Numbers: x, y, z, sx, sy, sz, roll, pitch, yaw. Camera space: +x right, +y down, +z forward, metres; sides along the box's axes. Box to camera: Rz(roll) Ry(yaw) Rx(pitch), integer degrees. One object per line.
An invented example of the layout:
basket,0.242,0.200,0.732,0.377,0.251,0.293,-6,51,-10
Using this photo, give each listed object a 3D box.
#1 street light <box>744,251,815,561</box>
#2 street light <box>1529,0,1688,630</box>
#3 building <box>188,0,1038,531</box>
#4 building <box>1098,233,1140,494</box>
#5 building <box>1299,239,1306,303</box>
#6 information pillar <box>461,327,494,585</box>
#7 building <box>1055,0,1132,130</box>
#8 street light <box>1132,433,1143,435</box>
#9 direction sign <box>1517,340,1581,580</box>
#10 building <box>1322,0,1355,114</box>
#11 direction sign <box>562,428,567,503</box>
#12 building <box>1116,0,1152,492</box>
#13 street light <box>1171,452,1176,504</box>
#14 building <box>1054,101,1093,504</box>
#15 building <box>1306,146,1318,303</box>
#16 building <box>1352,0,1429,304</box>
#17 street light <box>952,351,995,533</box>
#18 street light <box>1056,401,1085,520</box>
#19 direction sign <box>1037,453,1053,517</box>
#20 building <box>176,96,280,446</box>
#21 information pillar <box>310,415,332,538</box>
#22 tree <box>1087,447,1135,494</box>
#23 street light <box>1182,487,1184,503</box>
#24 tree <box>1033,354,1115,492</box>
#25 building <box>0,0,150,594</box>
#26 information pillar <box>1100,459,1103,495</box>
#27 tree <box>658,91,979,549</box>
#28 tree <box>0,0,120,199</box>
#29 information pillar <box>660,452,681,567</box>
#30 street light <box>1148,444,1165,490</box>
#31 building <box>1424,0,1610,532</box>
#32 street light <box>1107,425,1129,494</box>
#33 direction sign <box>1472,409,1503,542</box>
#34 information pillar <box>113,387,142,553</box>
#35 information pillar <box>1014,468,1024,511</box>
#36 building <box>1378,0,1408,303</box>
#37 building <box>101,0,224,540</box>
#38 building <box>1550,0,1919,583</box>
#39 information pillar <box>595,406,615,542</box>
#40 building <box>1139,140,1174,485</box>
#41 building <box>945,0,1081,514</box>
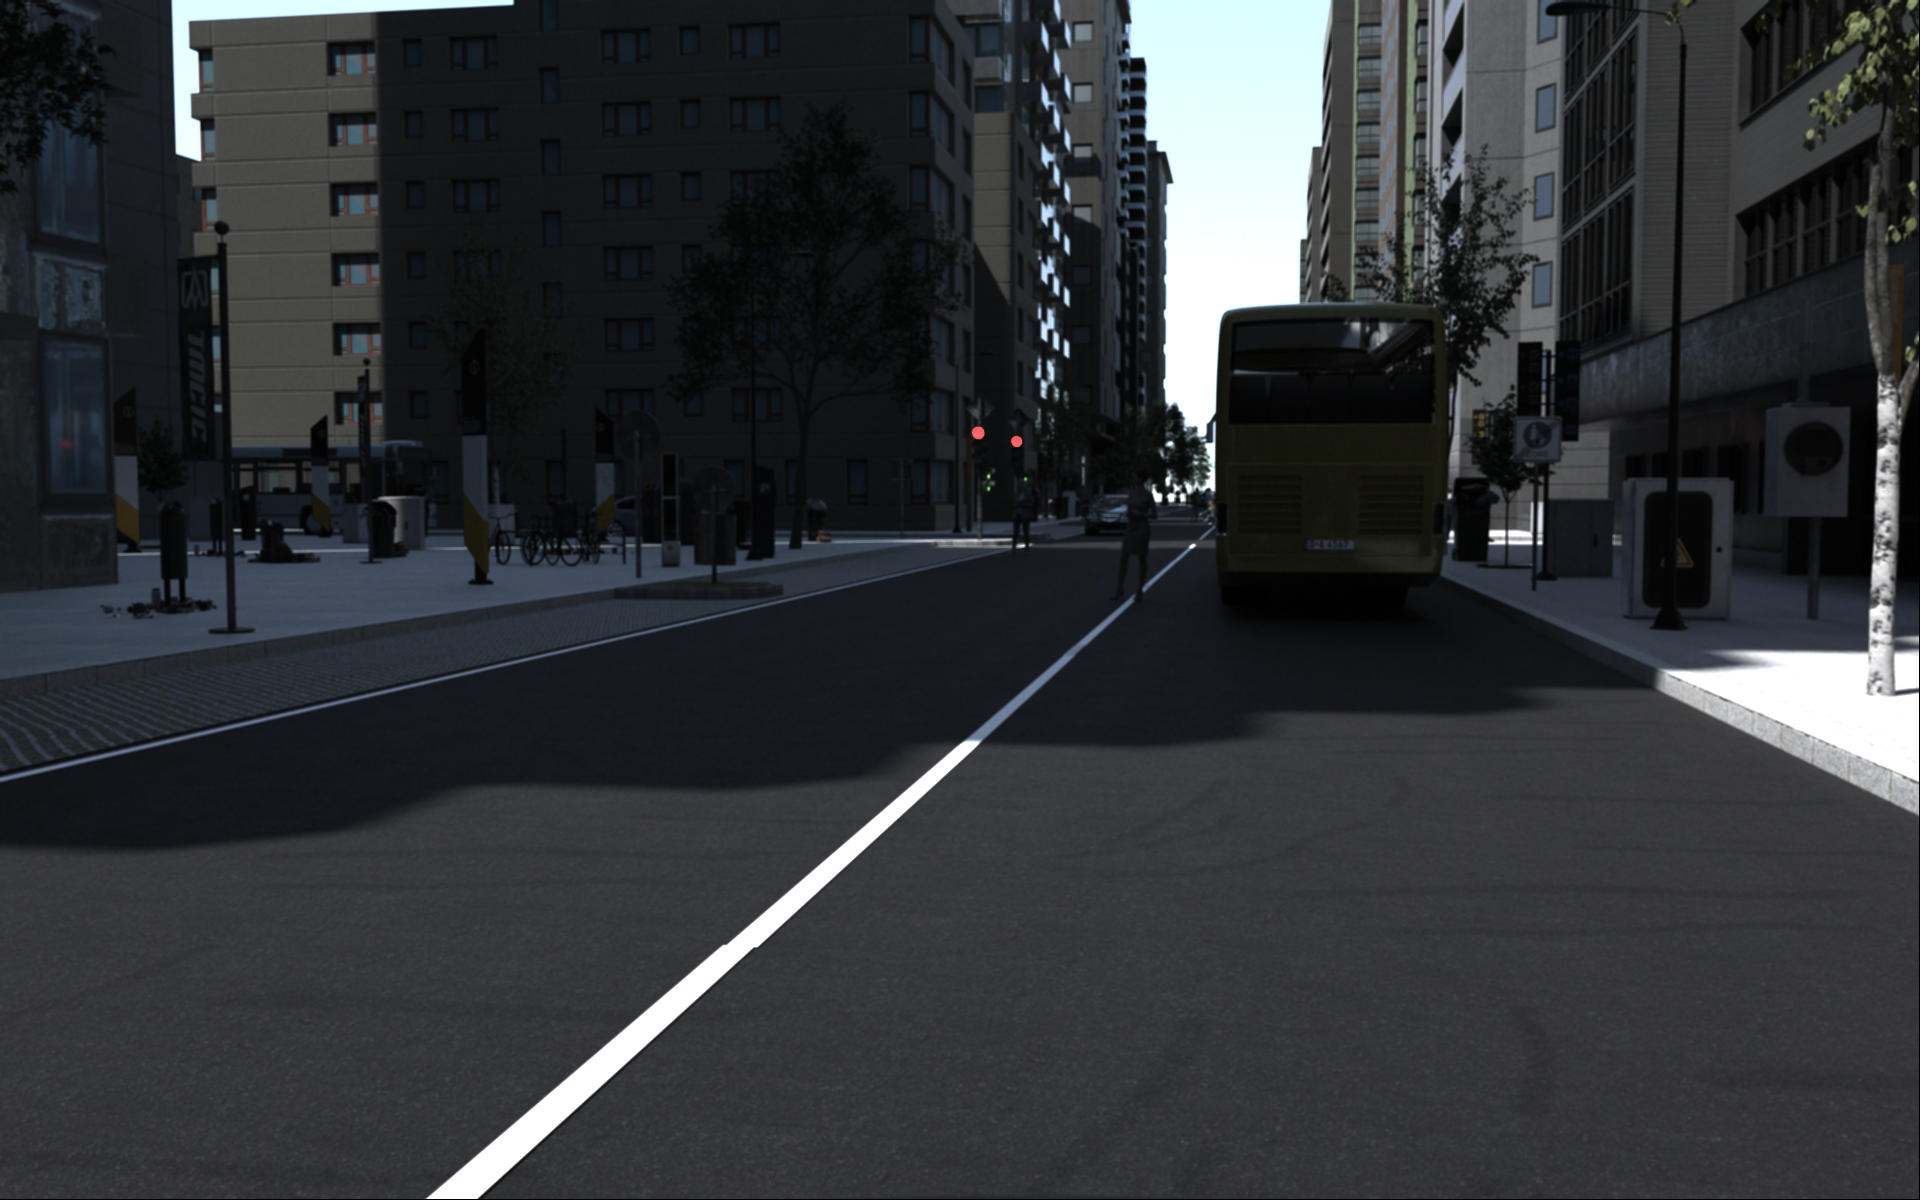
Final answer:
street light,-3.463,-3.718,33.328,1.470,5.913,1.316,1,4,10
street light,6.209,-2.682,16.388,1.470,5.913,1.316,1,4,10
building,-12.096,-14.097,75.525,27.650,21.520,28.899,1,4,10
building,12.276,-25.645,191.003,14.160,30.474,14.107,1,4,10
building,61.184,-36.295,277.013,14.154,41.232,14.086,1,4,10
information pillar,-6.880,-2.033,24.589,0.504,3.616,0.183,3,5,40
building,1.645,-35.572,170.839,28.713,52.752,27.495,1,4,10
street light,13.216,-9.751,131.972,1.470,5.913,1.316,1,4,10
direction sign,8.733,-2.066,25.780,0.876,3.537,0.379,1,4,22
building,44.297,-32.729,158.819,21.300,48.544,21.600,1,4,10
direction sign,-13.710,-4.162,60.048,0.379,3.537,0.876,0,4,-5
building,15.107,-56.227,231.982,22.319,86.520,31.000,1,4,10
street light,23.096,-13.359,190.957,1.470,5.913,1.316,1,4,10
building,-4.224,-27.742,145.460,32.217,40.220,23.993,1,4,10
building,56.633,-36.962,228.034,21.300,48.544,21.600,1,4,10
building,39.017,-27.991,141.246,14.154,41.232,14.086,1,4,10
street light,0.433,-5.136,56.507,1.470,5.913,1.316,1,4,10
street light,5.519,-6.982,86.694,1.470,5.913,1.316,1,4,10
direction sign,4.685,-6.303,95.053,0.876,3.537,0.379,0,4,-5
building,-54.830,-14.697,85.338,28.899,21.520,27.650,1,4,10
information pillar,-18.855,-3.653,51.075,0.504,3.616,0.183,0,4,-4
tree,10.432,-8.314,119.644,4.285,4.588,4.351,0,3,0
street light,26.961,-14.767,213.977,1.470,5.913,1.316,1,4,10
tree,5.266,-8.625,91.377,4.737,8.622,4.395,0,3,0
building,-23.522,-24.000,12.013,23.786,49.044,30.456,1,4,10
information pillar,9.433,-7.598,115.588,0.183,3.616,0.504,-1,4,-10
tree,-3.557,-6.468,40.159,7.601,10.594,8.767,2,4,23
tree,-7.798,-4.560,8.963,7.601,10.594,8.767,0,4,5
information pillar,-5.110,-1.597,30.597,0.304,2.012,0.304,0,4,-3
street light,18.096,-11.562,161.585,1.470,5.913,1.316,1,4,10
building,32.238,-31.793,61.812,28.212,58.520,21.231,1,4,10
street light,10.475,-8.775,116.018,1.470,5.913,1.316,1,4,10
direction sign,14.143,-3.324,46.339,0.876,3.537,0.379,2,4,25
information pillar,-18.157,-2.835,37.713,0.504,3.616,0.183,-3,4,-36
information pillar,2.658,-5.318,78.296,0.504,3.616,0.183,-2,4,-32
building,33.133,-27.847,105.417,14.600,45.320,14.200,1,4,10
building,-33.831,-36.909,41.715,20.611,71.187,20.563,1,4,10
building,18.917,-12.684,26.454,14.314,24.678,30.058,1,4,10
information pillar,-9.489,-3.357,46.238,0.504,3.616,0.183,0,4,-1
building,17.358,-41.213,263.064,28.713,52.752,27.495,1,4,10
building,-4.822,-30.091,111.599,23.786,49.044,30.456,1,4,10
